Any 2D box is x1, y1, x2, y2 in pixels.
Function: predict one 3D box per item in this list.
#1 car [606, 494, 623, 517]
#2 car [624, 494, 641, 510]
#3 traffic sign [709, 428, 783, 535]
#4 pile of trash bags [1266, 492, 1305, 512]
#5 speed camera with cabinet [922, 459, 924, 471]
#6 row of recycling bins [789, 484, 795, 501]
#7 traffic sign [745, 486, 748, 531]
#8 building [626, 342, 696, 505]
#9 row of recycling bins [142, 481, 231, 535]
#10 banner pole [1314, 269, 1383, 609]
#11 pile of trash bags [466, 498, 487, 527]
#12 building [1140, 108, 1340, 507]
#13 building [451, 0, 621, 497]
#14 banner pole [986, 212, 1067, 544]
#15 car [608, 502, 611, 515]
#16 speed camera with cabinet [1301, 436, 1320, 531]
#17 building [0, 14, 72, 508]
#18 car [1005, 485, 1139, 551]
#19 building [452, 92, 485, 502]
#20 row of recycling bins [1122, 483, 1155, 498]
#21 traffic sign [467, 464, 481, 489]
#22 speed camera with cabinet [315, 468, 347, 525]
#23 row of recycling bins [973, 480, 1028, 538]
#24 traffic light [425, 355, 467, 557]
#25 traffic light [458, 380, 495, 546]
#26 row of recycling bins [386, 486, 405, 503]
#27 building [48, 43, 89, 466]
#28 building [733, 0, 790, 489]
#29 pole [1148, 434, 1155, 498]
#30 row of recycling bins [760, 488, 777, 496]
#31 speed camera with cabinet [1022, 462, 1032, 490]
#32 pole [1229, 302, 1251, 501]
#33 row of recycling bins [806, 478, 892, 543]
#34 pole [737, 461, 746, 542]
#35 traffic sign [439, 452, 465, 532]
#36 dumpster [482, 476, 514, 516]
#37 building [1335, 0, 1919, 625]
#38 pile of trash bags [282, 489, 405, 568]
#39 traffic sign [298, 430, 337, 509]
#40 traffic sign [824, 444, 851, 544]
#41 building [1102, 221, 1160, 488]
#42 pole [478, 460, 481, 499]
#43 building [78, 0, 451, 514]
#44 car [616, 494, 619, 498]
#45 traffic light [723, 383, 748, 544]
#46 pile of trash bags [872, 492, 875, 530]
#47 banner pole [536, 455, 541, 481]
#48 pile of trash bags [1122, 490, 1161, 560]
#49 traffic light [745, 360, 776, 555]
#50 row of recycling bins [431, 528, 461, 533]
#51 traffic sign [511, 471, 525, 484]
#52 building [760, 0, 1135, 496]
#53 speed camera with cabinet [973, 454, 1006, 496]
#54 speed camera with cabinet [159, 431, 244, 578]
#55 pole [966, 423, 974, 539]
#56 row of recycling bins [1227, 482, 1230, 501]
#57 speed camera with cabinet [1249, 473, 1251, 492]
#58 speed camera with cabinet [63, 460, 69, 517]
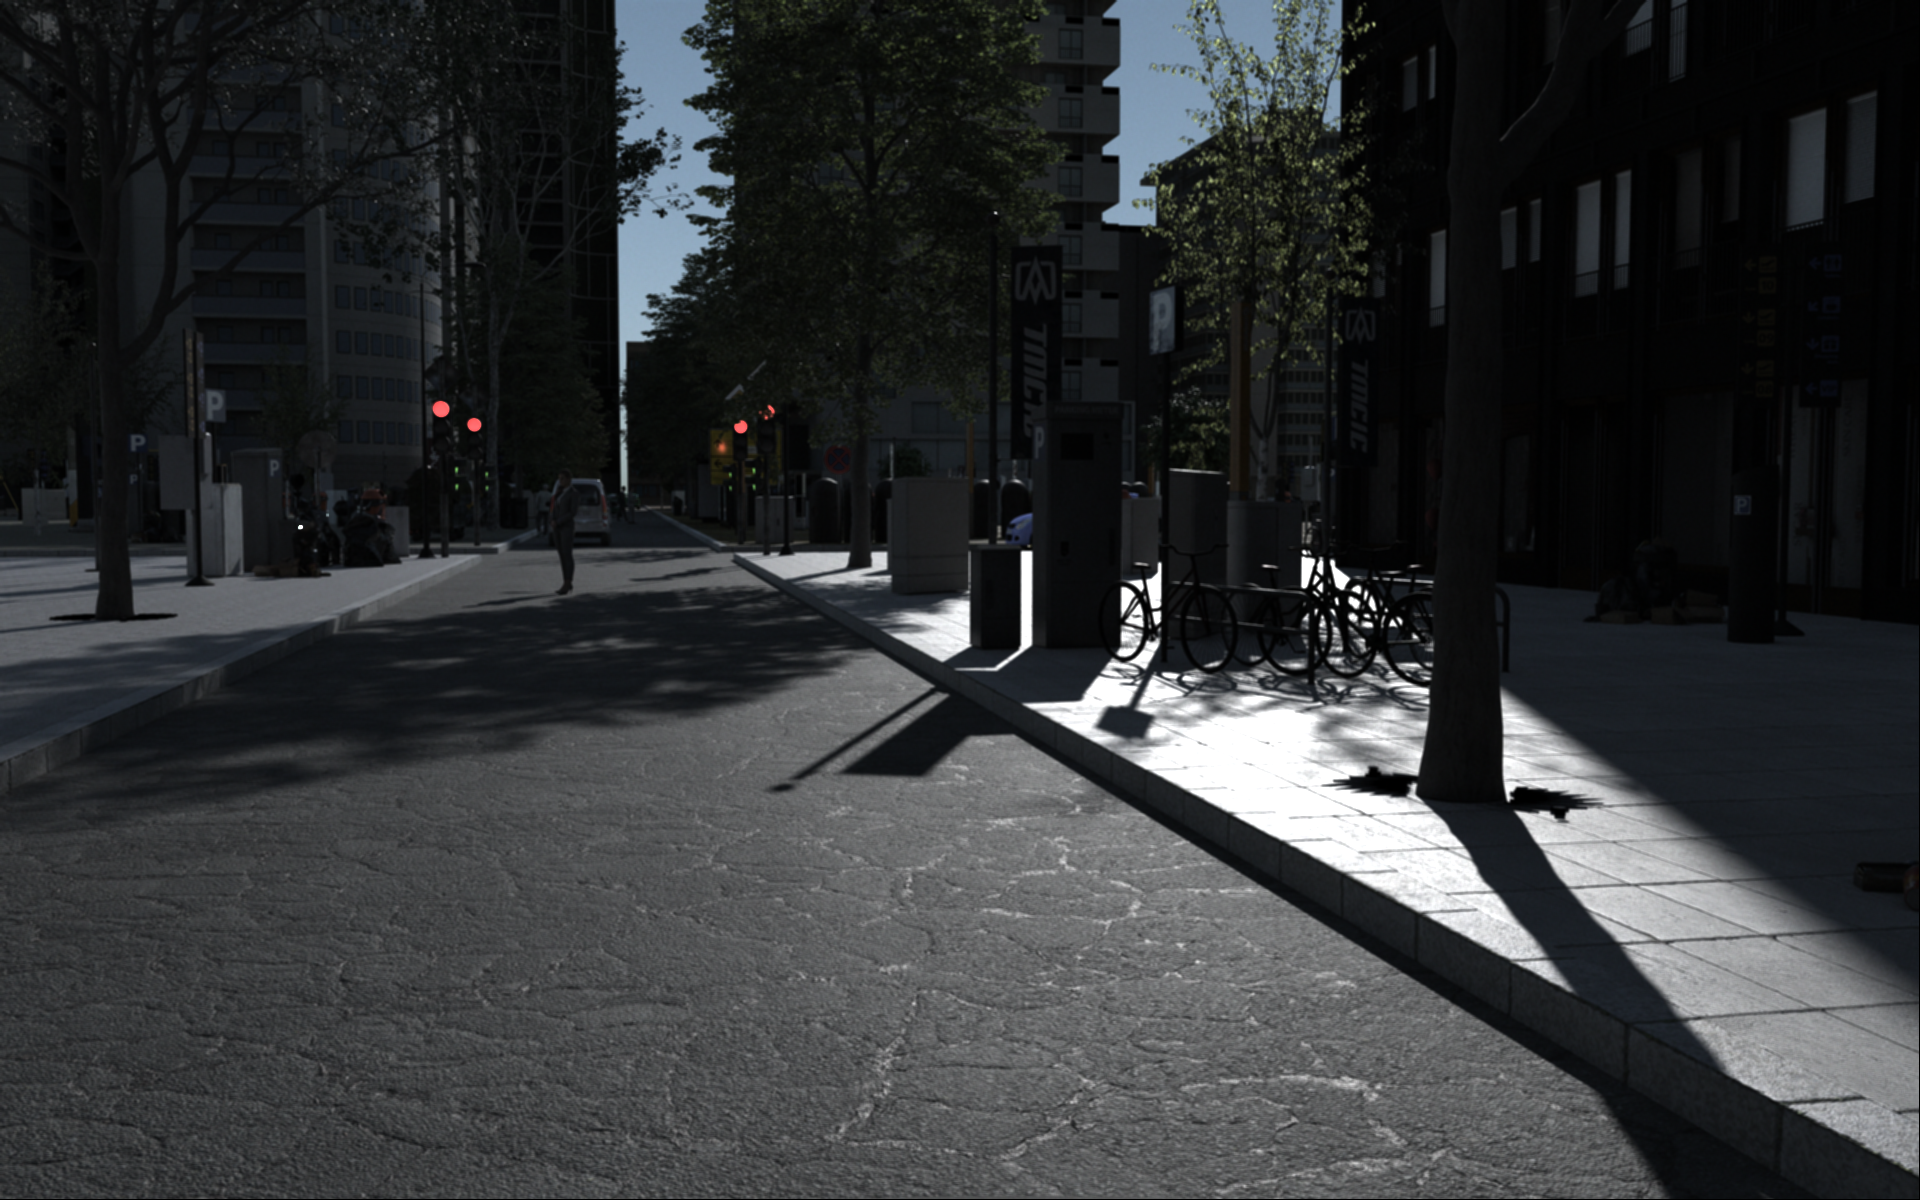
[{"bbox_3d":[-22.263,-5.961,109.267,2.131,1.459,4.920,-1,4,-13],"label":"car"},{"bbox_3d":[-30.269,-9.174,158.791,1.959,1.807,4.718,-1,4,-11],"label":"car"},{"bbox_3d":[-6.650,-3.669,53.866,2.265,3.308,0.079,-1,4,-9],"label":"traffic sign"},{"bbox_3d":[16.647,-4.623,85.344,3.447,1.369,1.912,0,3,0],"label":"pile of trash bags"},{"bbox_3d":[-2.796,-6.354,98.228,2.038,3.252,0.660,2,4,26],"label":"speed camera with cabinet"},{"bbox_3d":[-5.528,-3.889,70.692,3.534,1.692,1.069,2,4,28],"label":"row of recycling bins"},{"bbox_3d":[-7.365,-3.652,59.708,0.884,2.594,0.081,0,4,-4],"label":"traffic sign"},{"bbox_3d":[-28.185,-23.132,223.251,28.899,21.520,27.650,-1,4,-11],"label":"building"},{"bbox_3d":[-24.643,-2.889,54.352,1.069,1.692,3.534,1,4,19],"label":"row of recycling bins"},{"bbox_3d":[4.337,-1.799,19.437,0.863,3.779,0.401,-1,4,-15],"label":"banner pole"},{"bbox_3d":[-19.984,-3.591,68.472,3.447,1.369,1.912,1,4,21],"label":"pile of trash bags"},{"bbox_3d":[33.439,-29.905,180.831,23.993,40.220,32.217,-1,4,-11],"label":"building"},{"bbox_3d":[-52.743,-47.428,213.700,20.611,71.187,20.563,-1,4,-11],"label":"building"},{"bbox_3d":[0.519,-1.556,15.453,0.863,3.779,0.401,1,4,13],"label":"banner pole"},{"bbox_3d":[-18.176,-4.502,85.606,2.014,1.417,4.499,-1,4,-13],"label":"car"},{"bbox_3d":[12.633,-3.955,58.998,2.038,3.252,0.660,3,5,43],"label":"speed camera with cabinet"},{"bbox_3d":[-94.570,-44.214,161.159,20.611,71.187,20.563,-1,4,-11],"label":"building"},{"bbox_3d":[2.981,-2.058,43.238,3.694,1.707,1.945,-1,4,-11],"label":"car"},{"bbox_3d":[-57.431,-28.776,162.364,23.993,40.220,32.217,-1,4,-11],"label":"building"},{"bbox_3d":[5.852,-3.440,63.351,1.069,1.692,3.534,-1,4,-22],"label":"row of recycling bins"},{"bbox_3d":[-19.709,-4.333,70.852,0.884,2.594,0.081,0,4,-8],"label":"traffic sign"},{"bbox_3d":[-26.567,-4.822,73.169,0.660,3.252,2.038,-3,5,-43],"label":"speed camera with cabinet"},{"bbox_3d":[1.194,-2.692,51.123,3.534,1.692,1.069,0,4,4],"label":"row of recycling bins"},{"bbox_3d":[-10.413,-2.816,34.971,0.839,4.253,0.868,-1,4,-11],"label":"traffic light"},{"bbox_3d":[-11.945,-3.296,42.808,0.839,4.253,0.868,-1,4,-11],"label":"traffic light"},{"bbox_3d":[-29.240,-5.054,89.740,1.069,1.692,3.534,-1,4,-19],"label":"row of recycling bins"},{"bbox_3d":[-77.991,-31.666,167.857,14.200,45.320,14.600,-1,4,-11],"label":"building"},{"bbox_3d":[-12.008,-38.612,173.299,21.231,58.520,28.212,-1,4,-11],"label":"building"},{"bbox_3d":[5.965,-3.681,54.033,0.158,3.312,0.155,0,3,0],"label":"pole"},{"bbox_3d":[-10.888,-6.133,107.383,3.534,1.692,1.069,1,4,19],"label":"row of recycling bins"},{"bbox_3d":[4.619,-6.806,105.610,0.660,3.252,2.038,-2,4,-34],"label":"speed camera with cabinet"},{"bbox_3d":[3.000,-1.513,18.574,0.158,3.312,0.155,0,3,0],"label":"pole"},{"bbox_3d":[-2.287,-2.391,46.207,3.534,1.692,1.069,-2,4,-24],"label":"row of recycling bins"},{"bbox_3d":[-5.843,-3.207,46.277,0.158,3.312,0.155,0,3,0],"label":"pole"},{"bbox_3d":[-15.365,-3.198,52.396,0.768,2.556,0.104,0,4,-5],"label":"traffic sign"},{"bbox_3d":[-22.629,-5.019,84.550,1.502,2.255,1.985,-1,4,-11],"label":"dumpster"},{"bbox_3d":[14.133,-11.833,23.154,12.332,23.373,15.834,-1,4,-11],"label":"building"},{"bbox_3d":[-11.169,-1.345,31.741,1.912,1.369,3.447,0,4,-3],"label":"pile of trash bags"},{"bbox_3d":[-12.775,-2.101,34.460,0.768,2.556,0.104,0,4,-6],"label":"traffic sign"},{"bbox_3d":[-3.118,-2.720,44.570,0.768,2.556,0.104,-1,4,-8],"label":"traffic sign"},{"bbox_3d":[12.740,-25.396,186.925,14.107,30.474,14.160,-1,4,-11],"label":"building"},{"bbox_3d":[-26.388,-6.183,94.929,0.158,3.312,0.155,0,3,0],"label":"pole"},{"bbox_3d":[-48.952,-35.693,125.578,21.231,58.520,28.212,-1,4,-11],"label":"building"},{"bbox_3d":[-35.390,-10.030,175.789,2.131,1.459,4.920,-1,4,-10],"label":"car"},{"bbox_3d":[-5.606,-3.372,44.058,0.839,4.253,0.868,-1,4,-11],"label":"traffic light"},{"bbox_3d":[-2.539,-3.243,62.778,1.912,1.369,3.447,-3,4,-37],"label":"pile of trash bags"},{"bbox_3d":[-24.004,-6.646,98.679,0.401,3.779,0.863,0,4,6],"label":"banner pole"},{"bbox_3d":[3.240,-1.536,34.872,1.912,1.369,3.447,0,4,4],"label":"pile of trash bags"},{"bbox_3d":[-4.074,-2.893,36.221,0.839,4.253,0.868,-1,4,-11],"label":"traffic light"},{"bbox_3d":[-17.245,-3.119,58.111,1.069,1.692,3.534,-1,4,-18],"label":"row of recycling bins"},{"bbox_3d":[-23.918,-5.730,93.784,0.768,2.556,0.104,0,4,-5],"label":"traffic sign"},{"bbox_3d":[-2.366,-34.116,147.027,28.713,52.752,27.495,-1,4,-11],"label":"building"},{"bbox_3d":[1.252,-5.613,86.104,2.038,3.252,0.660,2,4,28],"label":"speed camera with cabinet"},{"bbox_3d":[-11.571,-1.962,26.413,0.660,3.252,2.038,0,4,-5],"label":"speed camera with cabinet"},{"bbox_3d":[0.280,-3.402,49.458,0.158,3.312,0.155,0,3,0],"label":"pole"},{"bbox_3d":[8.980,-3.400,62.698,1.069,1.692,3.534,-2,4,-25],"label":"row of recycling bins"},{"bbox_3d":[11.743,-4.737,71.781,0.660,3.252,2.038,1,4,9],"label":"speed camera with cabinet"},{"bbox_3d":[-50.965,-6.363,98.373,0.660,3.252,2.038,1,4,10],"label":"speed camera with cabinet"}]
